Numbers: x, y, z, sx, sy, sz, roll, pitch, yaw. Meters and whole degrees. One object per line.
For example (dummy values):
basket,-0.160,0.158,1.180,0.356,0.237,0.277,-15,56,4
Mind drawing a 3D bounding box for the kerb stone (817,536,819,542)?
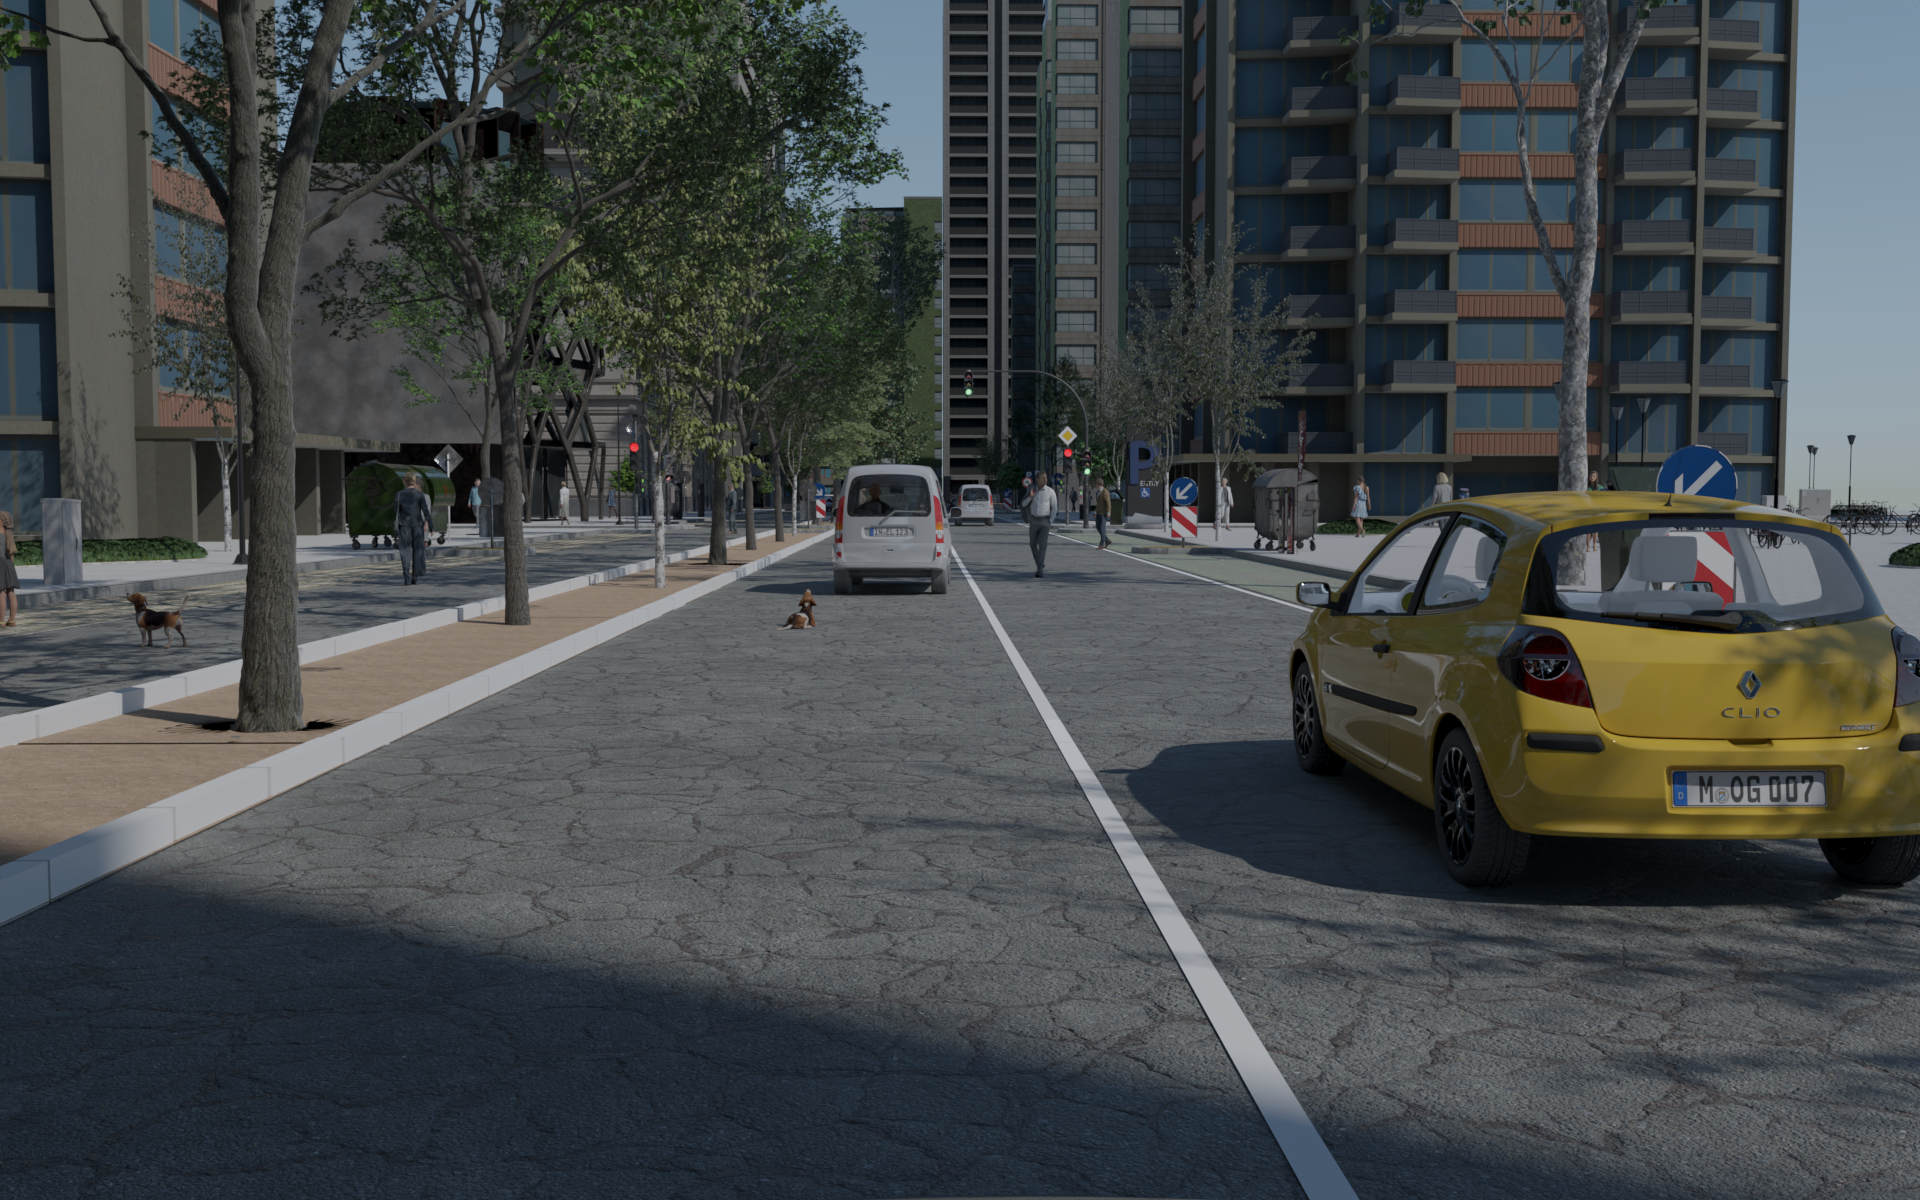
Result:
kerb stone,-4.286,-1.739,50.624,0.120,0.150,1.000,0,4,-1

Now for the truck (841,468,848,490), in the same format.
truck,-11.662,-12.173,187.940,2.839,4.237,11.283,0,4,1

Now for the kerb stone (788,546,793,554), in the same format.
kerb stone,-4.050,-1.113,40.393,0.120,0.150,1.000,0,4,-1

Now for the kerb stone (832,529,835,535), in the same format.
kerb stone,-4.507,-2.291,59.844,0.120,0.150,1.000,0,4,-1

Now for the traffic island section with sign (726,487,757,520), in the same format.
traffic island section with sign,-12.320,-5.356,96.194,1.989,1.847,2.006,0,4,-1

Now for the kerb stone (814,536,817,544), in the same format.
kerb stone,-4.260,-1.676,49.602,0.120,0.150,1.000,0,4,-1

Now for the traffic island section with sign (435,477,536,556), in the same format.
traffic island section with sign,-11.026,-1.950,40.504,1.989,1.847,2.006,0,4,-1

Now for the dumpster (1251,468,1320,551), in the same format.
dumpster,7.446,-2.067,39.561,1.264,1.857,1.865,0,4,-1

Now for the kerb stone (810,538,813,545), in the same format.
kerb stone,-4.207,-1.550,47.559,0.120,0.150,1.000,0,4,-1

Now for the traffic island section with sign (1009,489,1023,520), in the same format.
traffic island section with sign,3.903,-5.371,96.446,1.989,1.847,2.006,0,4,-1

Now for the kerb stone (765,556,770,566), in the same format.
kerb stone,-3.905,-0.735,34.248,0.120,0.150,1.000,0,4,-1

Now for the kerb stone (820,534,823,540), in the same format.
kerb stone,-4.333,-1.859,52.670,0.120,0.150,1.000,0,4,-1

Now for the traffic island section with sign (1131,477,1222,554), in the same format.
traffic island section with sign,5.175,-2.025,41.736,1.989,1.847,2.006,0,4,-1

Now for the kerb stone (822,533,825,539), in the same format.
kerb stone,-4.348,-1.926,53.692,0.120,0.150,1.000,0,4,-1

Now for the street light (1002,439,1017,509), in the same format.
street light,4.179,-10.637,146.453,1.470,5.913,1.316,0,4,-1

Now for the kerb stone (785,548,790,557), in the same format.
kerb stone,-4.025,-1.046,39.372,0.120,0.150,1.000,0,4,-1

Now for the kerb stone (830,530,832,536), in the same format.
kerb stone,-4.452,-2.177,57.793,0.120,0.150,1.000,0,4,-1

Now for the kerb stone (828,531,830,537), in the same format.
kerb stone,-4.432,-2.114,56.771,0.120,0.150,1.000,0,4,-1

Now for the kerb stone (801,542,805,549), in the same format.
kerb stone,-4.148,-1.362,44.489,0.120,0.150,1.000,0,4,-1

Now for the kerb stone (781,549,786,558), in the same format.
kerb stone,-4.004,-0.987,38.340,0.120,0.150,1.000,0,4,-1

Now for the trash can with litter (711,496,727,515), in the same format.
trash can with litter,-14.798,-5.842,106.910,1.055,1.170,0.624,-3,5,-41

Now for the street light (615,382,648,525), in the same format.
street light,-13.555,-6.055,71.543,1.470,5.913,1.316,0,4,-1

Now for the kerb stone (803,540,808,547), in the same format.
kerb stone,-4.157,-1.426,45.511,0.120,0.150,1.000,0,4,-1

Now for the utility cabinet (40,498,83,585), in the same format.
utility cabinet,-12.947,-0.846,24.998,0.306,1.237,1.020,-1,4,-14

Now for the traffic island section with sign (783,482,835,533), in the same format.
traffic island section with sign,-5.639,-3.409,63.871,2.006,1.907,1.989,0,4,-1

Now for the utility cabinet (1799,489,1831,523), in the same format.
utility cabinet,35.674,-3.890,72.280,1.173,1.500,0.318,0,4,4

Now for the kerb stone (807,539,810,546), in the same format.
kerb stone,-4.191,-1.489,46.537,0.120,0.150,1.000,0,4,-1

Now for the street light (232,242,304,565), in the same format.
street light,-12.541,-3.601,31.414,1.470,5.913,1.316,0,4,-1

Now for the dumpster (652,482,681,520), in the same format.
dumpster,-14.567,-4.898,85.846,1.264,1.857,1.865,0,4,-1

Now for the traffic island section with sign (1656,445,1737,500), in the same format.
traffic island section with sign,5.807,-0.373,14.721,1.989,1.847,2.006,0,4,-1

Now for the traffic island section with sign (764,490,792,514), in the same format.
traffic island section with sign,-12.959,-7.043,123.782,1.989,1.847,2.006,0,4,-1

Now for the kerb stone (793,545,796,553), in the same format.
kerb stone,-4.073,-1.176,41.416,0.120,0.150,1.000,0,4,-1

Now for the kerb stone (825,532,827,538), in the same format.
kerb stone,-4.379,-1.989,54.723,0.120,0.150,1.000,0,4,-1

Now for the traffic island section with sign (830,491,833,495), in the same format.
traffic island section with sign,-14.786,-11.862,202.563,1.989,1.847,2.006,0,4,-1

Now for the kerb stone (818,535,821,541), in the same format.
kerb stone,-4.304,-1.801,51.645,0.120,0.150,1.000,0,4,-1

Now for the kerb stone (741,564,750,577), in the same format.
kerb stone,-3.806,-0.486,30.146,0.120,0.150,1.000,0,4,-1

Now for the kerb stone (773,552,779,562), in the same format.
kerb stone,-3.956,-0.862,36.297,0.120,0.150,1.000,0,4,-1

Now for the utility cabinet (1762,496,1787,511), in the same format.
utility cabinet,33.780,-3.713,71.867,1.020,1.237,0.306,-1,4,-16

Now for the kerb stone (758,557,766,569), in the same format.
kerb stone,-3.872,-0.674,33.226,0.120,0.150,1.000,0,4,-1

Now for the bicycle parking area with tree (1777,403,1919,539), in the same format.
bicycle parking area with tree,32.032,-4.130,54.528,8.231,4.147,9.016,-1,4,-22

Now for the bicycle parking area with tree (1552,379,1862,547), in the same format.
bicycle parking area with tree,17.937,-3.481,43.925,8.231,4.147,9.016,2,4,25

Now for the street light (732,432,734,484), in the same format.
street light,-14.577,-8.727,115.220,1.470,5.913,1.316,0,4,-1

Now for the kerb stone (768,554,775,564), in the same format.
kerb stone,-3.930,-0.800,35.275,0.120,0.150,1.000,0,4,-1

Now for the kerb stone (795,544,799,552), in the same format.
kerb stone,-4.096,-1.238,42.438,0.120,0.150,1.000,0,4,-1

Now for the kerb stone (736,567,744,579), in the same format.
kerb stone,-3.784,-0.419,29.124,0.120,0.150,1.000,0,4,-1

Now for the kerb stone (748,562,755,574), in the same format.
kerb stone,-3.835,-0.549,31.174,0.120,0.150,1.000,0,4,-1

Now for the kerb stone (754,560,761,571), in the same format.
kerb stone,-3.862,-0.612,32.196,0.120,0.150,1.000,0,4,-1

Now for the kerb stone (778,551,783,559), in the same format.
kerb stone,-3.978,-0.921,37.319,0.120,0.150,1.000,0,4,-1

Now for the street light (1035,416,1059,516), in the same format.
street light,5.177,-7.981,103.038,1.470,5.913,1.316,0,4,-1

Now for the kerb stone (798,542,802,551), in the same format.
kerb stone,-4.122,-1.292,43.465,0.120,0.150,1.000,0,4,-1

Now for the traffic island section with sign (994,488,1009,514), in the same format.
traffic island section with sign,3.260,-7.062,124.085,1.989,1.847,2.006,0,4,-1
